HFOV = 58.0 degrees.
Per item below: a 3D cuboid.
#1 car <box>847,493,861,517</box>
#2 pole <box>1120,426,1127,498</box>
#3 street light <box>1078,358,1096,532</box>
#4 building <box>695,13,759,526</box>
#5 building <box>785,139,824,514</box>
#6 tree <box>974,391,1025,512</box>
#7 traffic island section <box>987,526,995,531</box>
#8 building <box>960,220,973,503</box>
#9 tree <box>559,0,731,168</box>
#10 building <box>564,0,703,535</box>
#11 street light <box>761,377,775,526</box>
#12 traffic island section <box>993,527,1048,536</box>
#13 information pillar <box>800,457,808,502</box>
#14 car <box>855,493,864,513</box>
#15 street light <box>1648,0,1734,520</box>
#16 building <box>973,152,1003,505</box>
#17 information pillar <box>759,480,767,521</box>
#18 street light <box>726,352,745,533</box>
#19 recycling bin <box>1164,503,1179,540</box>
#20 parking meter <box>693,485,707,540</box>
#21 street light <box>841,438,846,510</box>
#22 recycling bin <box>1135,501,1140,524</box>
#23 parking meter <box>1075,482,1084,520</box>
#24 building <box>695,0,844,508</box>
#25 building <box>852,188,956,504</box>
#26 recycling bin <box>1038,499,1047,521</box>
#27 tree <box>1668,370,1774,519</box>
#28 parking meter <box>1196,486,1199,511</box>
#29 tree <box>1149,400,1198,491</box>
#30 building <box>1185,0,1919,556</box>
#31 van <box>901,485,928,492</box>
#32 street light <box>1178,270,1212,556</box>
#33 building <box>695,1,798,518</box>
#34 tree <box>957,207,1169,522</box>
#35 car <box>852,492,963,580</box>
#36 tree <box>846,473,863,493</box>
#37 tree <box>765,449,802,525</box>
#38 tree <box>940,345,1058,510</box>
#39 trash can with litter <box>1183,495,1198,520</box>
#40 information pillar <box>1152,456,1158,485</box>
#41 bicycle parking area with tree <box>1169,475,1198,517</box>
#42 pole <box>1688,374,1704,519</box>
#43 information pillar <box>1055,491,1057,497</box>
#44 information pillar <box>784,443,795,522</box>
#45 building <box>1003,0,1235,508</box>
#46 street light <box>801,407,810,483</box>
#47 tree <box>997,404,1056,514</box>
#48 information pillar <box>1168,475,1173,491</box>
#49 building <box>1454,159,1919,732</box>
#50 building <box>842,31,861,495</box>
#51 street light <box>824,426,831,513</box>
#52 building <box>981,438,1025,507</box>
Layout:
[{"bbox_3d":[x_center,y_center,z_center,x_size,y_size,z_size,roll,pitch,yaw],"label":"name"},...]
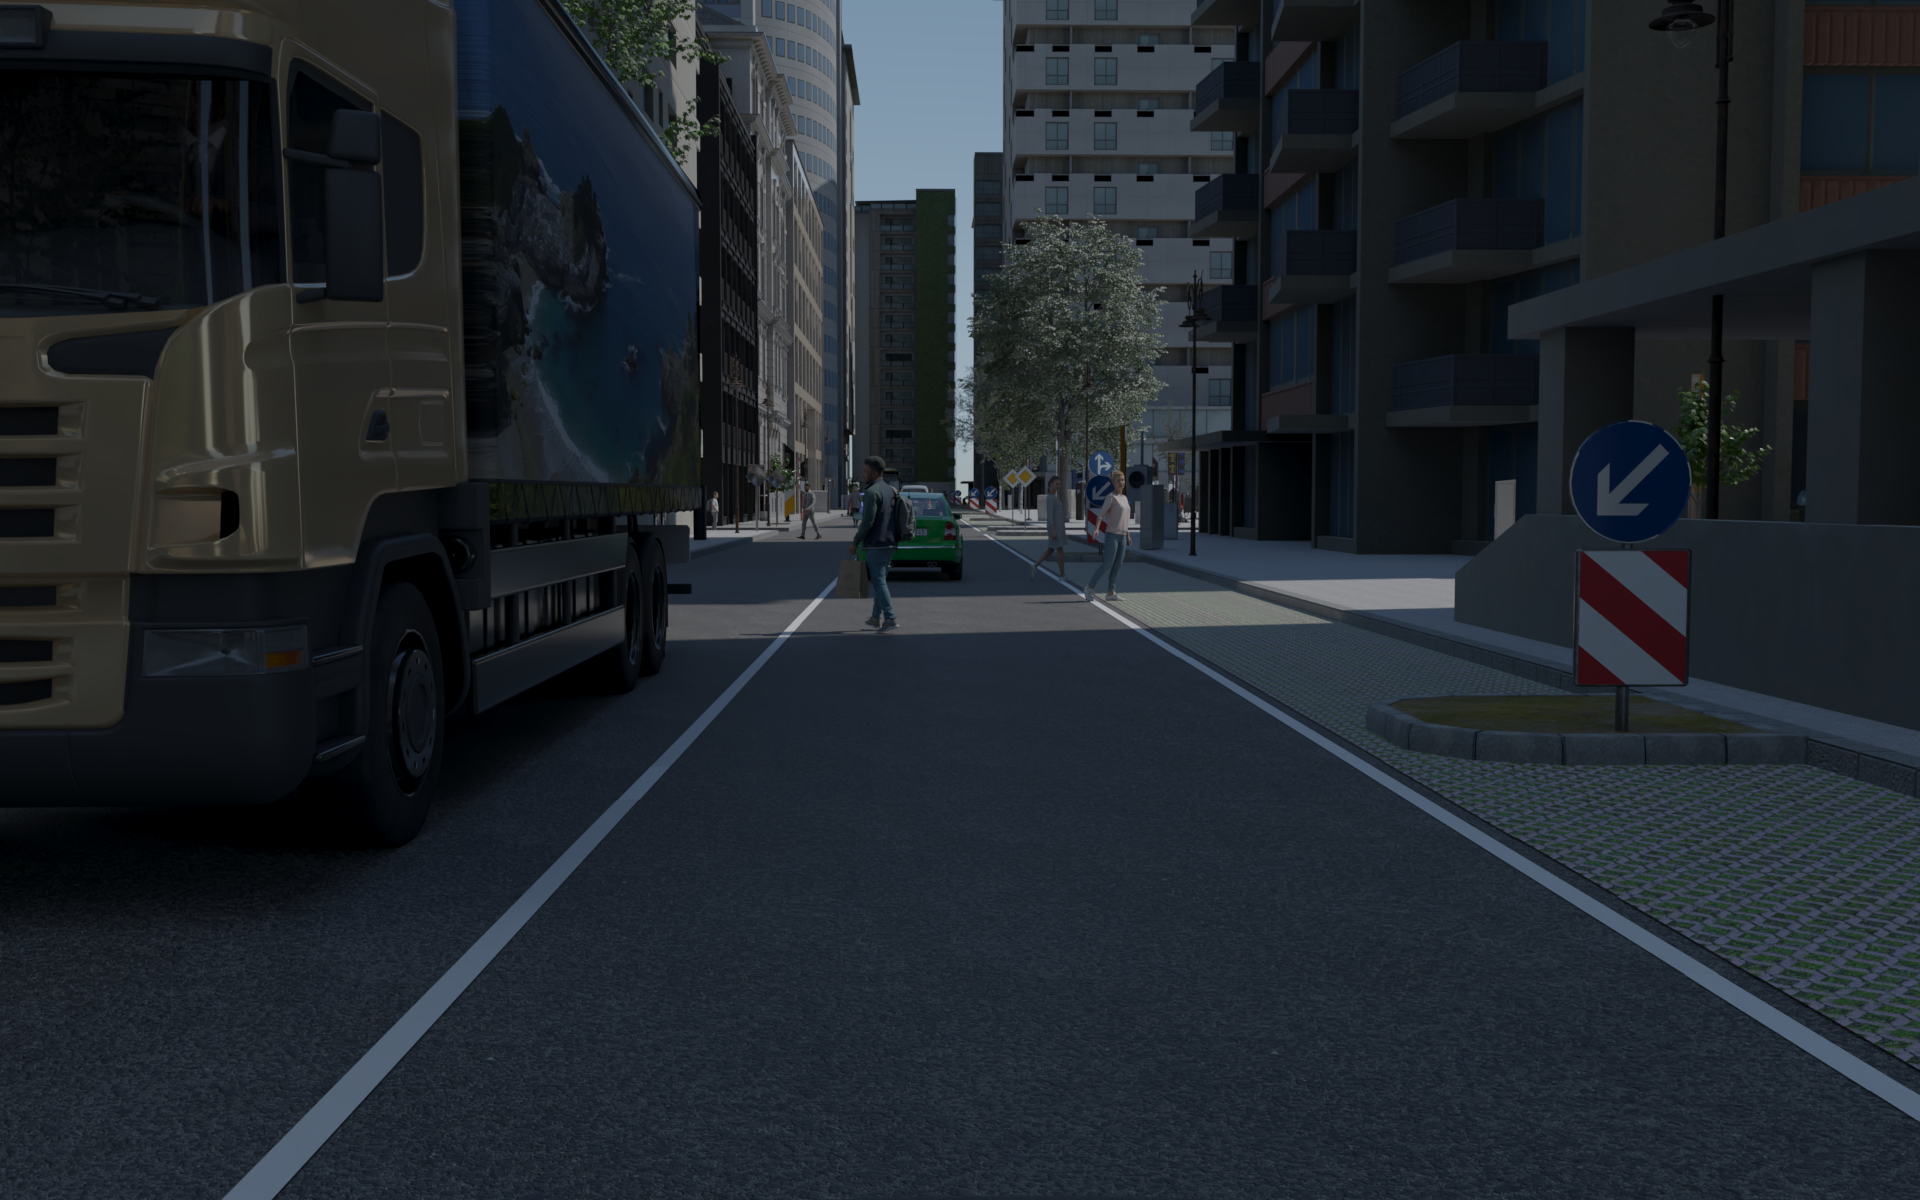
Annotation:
[{"bbox_3d":[-6.153,-6.266,111.481,2.155,1.783,4.494,0,4,-1],"label":"car"},{"bbox_3d":[4.906,-3.558,52.019,0.158,3.312,0.155,0,3,0],"label":"pole"},{"bbox_3d":[4.331,-5.276,59.057,0.468,5.910,1.993,0,4,-1],"label":"street light"},{"bbox_3d":[-15.792,-15.068,76.045,12.332,23.373,15.834,0,4,-1],"label":"building"},{"bbox_3d":[-20.357,-19.585,124.730,19.350,26.468,34.151,0,4,-1],"label":"building"},{"bbox_3d":[3.105,-10.577,123.289,4.737,8.622,4.395,0,3,0],"label":"tree"},{"bbox_3d":[2.092,-2.795,67.975,2.009,0.180,2.903,0,4,-1],"label":"traffic island section"},{"bbox_3d":[14.565,-35.703,238.376,28.867,44.769,22.147,0,4,-1],"label":"building"},{"bbox_3d":[-6.581,-5.813,20.806,9.928,11.665,9.643,0,3,0],"label":"tree"},{"bbox_3d":[-22.658,-12.098,42.843,28.899,21.520,27.650,0,4,-1],"label":"building"},{"bbox_3d":[-7.616,-5.870,68.765,0.468,5.910,1.993,0,4,-1],"label":"street light"},{"bbox_3d":[2.280,-2.306,59.992,2.009,0.180,2.903,0,4,-1],"label":"traffic island section"},{"bbox_3d":[-9.945,-7.295,110.627,0.504,3.616,0.183,-1,4,-20],"label":"information pillar"},{"bbox_3d":[-5.239,-5.545,100.254,1.945,1.707,3.694,0,4,-3],"label":"car"},{"bbox_3d":[5.425,-2.422,12.383,0.468,5.910,1.993,0,4,-1],"label":"street light"},{"bbox_3d":[8.576,-32.188,209.876,14.154,41.232,14.086,0,4,-1],"label":"building"},{"bbox_3d":[-9.371,-4.779,82.631,0.304,2.012,0.304,2,4,27],"label":"information pillar"},{"bbox_3d":[-7.310,-5.129,56.641,0.468,5.910,1.993,0,4,-1],"label":"street light"},{"bbox_3d":[5.797,-2.227,48.963,0.722,1.027,0.722,1,4,10],"label":"recycling bin"},{"bbox_3d":[-7.261,-2.442,48.337,0.372,1.533,0.369,0,3,0],"label":"parking meter"},{"bbox_3d":[-9.266,-10.128,138.382,0.468,5.910,1.993,0,4,-1],"label":"street light"},{"bbox_3d":[7.866,-3.726,73.476,0.722,1.027,0.722,-1,4,-13],"label":"recycling bin"},{"bbox_3d":[5.857,-4.829,84.666,0.399,1.863,0.255,3,4,38],"label":"parking meter"},{"bbox_3d":[-21.678,-37.529,155.592,21.231,58.520,28.212,0,4,-1],"label":"building"},{"bbox_3d":[-7.617,-33.662,233.960,14.086,41.232,14.154,0,4,-1],"label":"building"},{"bbox_3d":[4.113,-4.285,82.614,0.722,1.027,0.722,1,4,11],"label":"recycling bin"},{"bbox_3d":[11.408,-1.973,26.863,1.663,3.219,1.824,0,3,0],"label":"tree"},{"bbox_3d":[16.795,-7.082,121.502,0.399,1.863,0.255,-1,4,-10],"label":"parking meter"},{"bbox_3d":[16.642,-11.194,133.382,4.360,8.622,3.978,0,3,0],"label":"tree"},{"bbox_3d":[17.824,-23.808,43.879,22.147,44.769,28.867,0,4,-1],"label":"building"},{"bbox_3d":[-2.260,-4.828,85.956,2.013,2.044,4.112,0,4,-1],"label":"van"},{"bbox_3d":[4.846,-3.858,35.863,0.468,5.910,1.993,0,4,-1],"label":"street light"},{"bbox_3d":[-16.572,-18.847,95.531,14.401,28.519,23.554,0,4,-1],"label":"building"},{"bbox_3d":[4.767,-10.492,78.196,9.857,13.997,8.962,0,3,0],"label":"tree"},{"bbox_3d":[-0.909,-1.311,30.230,1.959,1.807,4.718,0,4,-3],"label":"car"},{"bbox_3d":[-10.091,-10.318,163.300,1.663,3.219,1.824,0,3,0],"label":"tree"},{"bbox_3d":[-7.742,-4.802,73.113,1.663,3.219,1.824,0,3,0],"label":"tree"},{"bbox_3d":[3.344,-13.895,137.556,12.009,13.543,11.850,0,3,0],"label":"tree"},{"bbox_3d":[11.827,-4.610,86.439,2.233,1.210,1.678,1,4,21],"label":"trash can with litter"},{"bbox_3d":[12.122,-7.110,107.609,0.183,3.616,0.504,-3,4,-37],"label":"information pillar"},{"bbox_3d":[14.246,-6.647,95.680,8.231,4.147,9.016,0,4,2],"label":"bicycle parking area with tree"},{"bbox_3d":[12.535,-2.182,29.516,0.158,3.312,0.155,0,3,0],"label":"pole"},{"bbox_3d":[4.969,-5.207,89.627,0.304,2.012,0.304,3,5,44],"label":"information pillar"},{"bbox_3d":[-7.868,-5.405,79.723,0.504,3.616,0.183,-1,4,-9],"label":"information pillar"},{"bbox_3d":[17.900,-34.789,158.035,28.713,52.752,27.495,0,4,-1],"label":"building"},{"bbox_3d":[-8.198,-7.289,91.958,0.468,5.910,1.993,0,4,-1],"label":"street light"},{"bbox_3d":[4.011,-9.849,111.392,4.360,8.622,3.978,0,3,0],"label":"tree"},{"bbox_3d":[17.294,-9.238,142.391,0.183,3.616,0.504,3,5,41],"label":"information pillar"},{"bbox_3d":[21.258,-19.440,9.723,32.217,40.220,23.993,0,4,-1],"label":"building"},{"bbox_3d":[-25.794,-37.520,202.687,27.495,52.752,28.713,0,4,-1],"label":"building"},{"bbox_3d":[-8.781,-8.709,115.186,0.468,5.910,1.993,0,4,-1],"label":"street light"},{"bbox_3d":[13.958,-53.422,186.113,22.319,86.520,31.000,0,4,-1],"label":"building"}]
